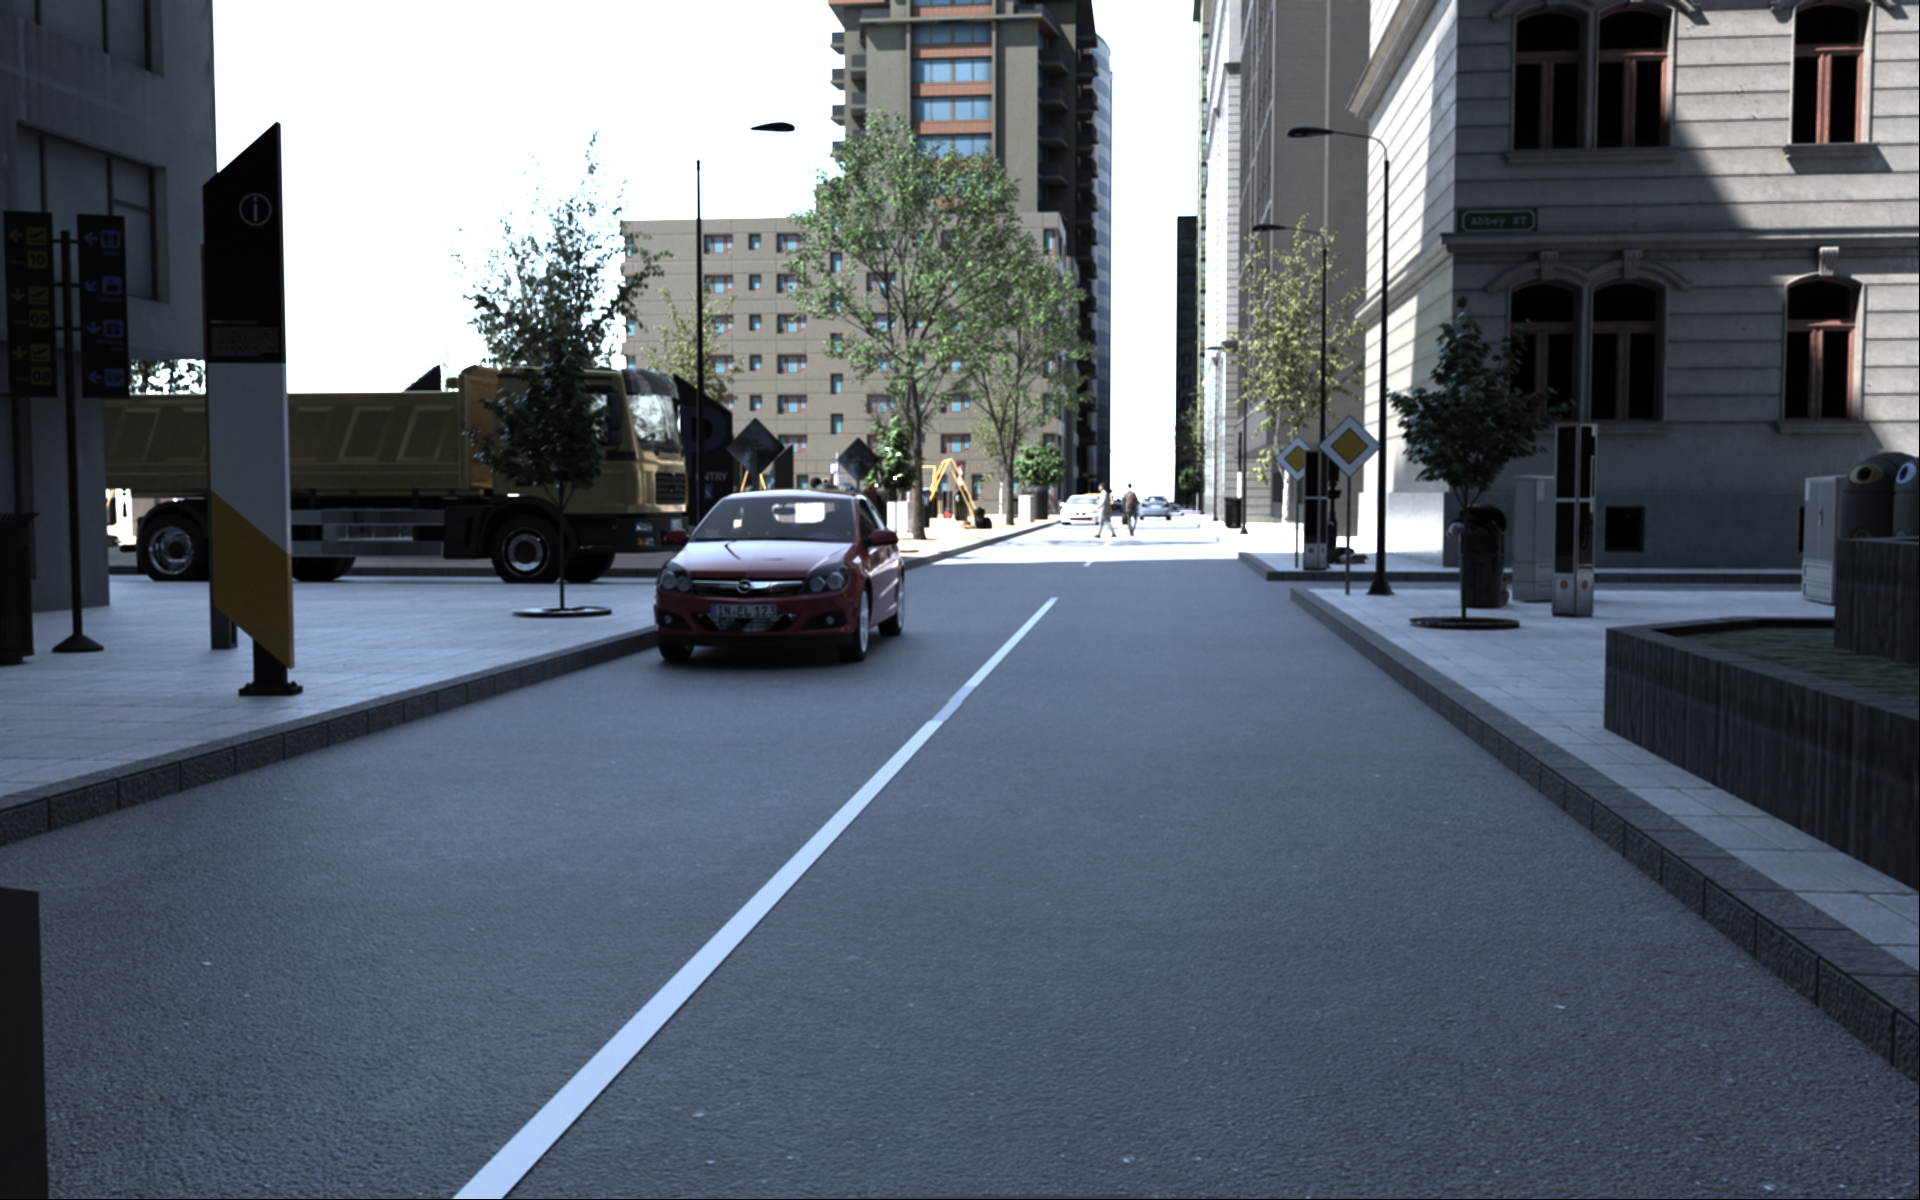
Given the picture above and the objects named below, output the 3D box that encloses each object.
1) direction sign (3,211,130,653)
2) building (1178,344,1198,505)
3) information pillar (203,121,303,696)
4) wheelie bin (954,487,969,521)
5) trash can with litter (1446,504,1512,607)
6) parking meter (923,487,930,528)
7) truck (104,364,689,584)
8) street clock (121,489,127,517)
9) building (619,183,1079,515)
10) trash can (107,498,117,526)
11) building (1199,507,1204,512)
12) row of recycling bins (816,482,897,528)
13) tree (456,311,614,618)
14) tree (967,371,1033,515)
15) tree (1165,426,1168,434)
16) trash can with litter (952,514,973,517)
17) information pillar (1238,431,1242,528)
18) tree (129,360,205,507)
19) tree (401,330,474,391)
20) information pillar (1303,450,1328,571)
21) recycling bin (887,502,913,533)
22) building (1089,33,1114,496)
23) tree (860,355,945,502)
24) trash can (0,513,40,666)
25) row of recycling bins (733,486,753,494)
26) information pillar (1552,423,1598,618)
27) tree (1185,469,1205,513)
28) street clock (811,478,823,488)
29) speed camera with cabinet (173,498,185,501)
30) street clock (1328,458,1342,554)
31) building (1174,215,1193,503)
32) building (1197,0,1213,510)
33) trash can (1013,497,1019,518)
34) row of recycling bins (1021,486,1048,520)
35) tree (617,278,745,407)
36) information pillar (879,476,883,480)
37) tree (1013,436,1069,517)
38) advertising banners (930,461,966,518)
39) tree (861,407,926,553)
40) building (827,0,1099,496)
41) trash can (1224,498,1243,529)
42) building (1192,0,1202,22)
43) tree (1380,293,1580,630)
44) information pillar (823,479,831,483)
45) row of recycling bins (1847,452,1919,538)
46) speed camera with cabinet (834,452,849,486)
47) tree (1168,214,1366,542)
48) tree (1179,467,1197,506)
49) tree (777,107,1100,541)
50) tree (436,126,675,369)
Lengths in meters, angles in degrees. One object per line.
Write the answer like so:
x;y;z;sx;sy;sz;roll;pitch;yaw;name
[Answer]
-7.218;-1.350;14.069;0.876;3.537;0.379;-1;4;-18;direction sign
40.935;-22.465;212.340;27.650;21.520;28.899;0;4;6;building
-4.500;-1.201;10.991;0.504;3.616;0.183;0;4;-2;information pillar
0.098;-4.543;82.192;0.693;1.594;0.980;1;4;11;wheelie bin
5.971;-0.517;19.841;0.624;1.170;1.055;2;4;26;trash can with litter
-1.328;-3.504;65.709;0.372;1.533;0.369;0;3;0;parking meter
-8.426;-1.922;27.352;9.791;3.379;3.469;0;4;8;truck
-46.185;-5.575;95.720;0.471;2.002;0.358;-3;5;-41;street clock
-6.080;-16.952;122.208;27.650;21.520;28.899;0;4;6;building
-34.661;-3.595;70.435;0.748;1.137;0.748;0;3;0;trash can
28.190;-42.078;126.222;20.563;71.187;20.611;0;4;6;building
-3.785;-3.392;62.565;3.534;1.692;1.069;-3;5;-42;row of recycling bins
-4.238;-1.463;18.526;1.663;3.219;1.824;0;3;0;tree
2.451;-9.398;104.019;4.737;8.622;4.395;0;3;0;tree
15.711;-9.887;112.017;4.737;8.622;4.395;0;3;0;tree
0.010;-5.293;97.598;1.678;1.210;2.233;2;4;32;trash can with litter
10.492;-4.505;65.008;0.183;3.616;0.504;0;4;4;information pillar
-24.502;-6.010;48.634;4.360;8.622;3.978;0;3;0;tree
-23.597;-7.815;78.139;4.737;8.622;4.395;0;3;0;tree
5.966;-1.502;29.053;0.304;2.012;0.304;3;4;39;information pillar
-1.947;-2.711;56.874;0.722;1.027;0.722;1;4;14;recycling bin
8.227;-41.324;217.639;21.231;58.520;28.212;0;4;6;building
-2.898;-8.491;89.194;4.360;8.622;3.978;0;3;0;tree
-7.336;-0.085;13.046;0.748;1.137;0.748;0;3;0;trash can
-11.785;-4.844;86.311;3.534;1.692;1.069;0;4;0;row of recycling bins
6.418;-0.832;18.092;0.304;2.012;0.304;-2;4;-33;information pillar
16.034;-7.487;117.021;1.663;3.219;1.824;0;3;0;tree
-6.435;-4.454;77.390;0.358;2.002;0.471;3;4;38;street clock
-29.863;-4.463;67.302;2.038;3.252;0.660;1;4;21;speed camera with cabinet
7.373;-1.817;34.284;0.358;2.002;0.471;1;4;10;street clock
38.739;-34.943;254.916;14.154;41.232;14.086;0;4;6;building
26.991;-28.202;144.695;14.154;41.232;14.086;0;4;6;building
2.856;-4.917;92.049;0.748;1.137;0.748;0;3;0;trash can
3.709;-4.891;87.088;1.069;1.692;3.534;0;4;-7;row of recycling bins
-9.358;-6.674;59.488;4.737;8.622;4.395;0;3;0;tree
-2.869;-3.753;65.850;0.304;2.012;0.304;-3;4;-36;information pillar
4.499;-6.941;97.201;4.285;4.588;4.351;0;3;0;tree
-0.695;-5.852;91.875;2.074;3.025;0.090;1;4;12;advertising banners
-1.332;-2.665;38.178;1.663;3.219;1.824;0;3;0;tree
0.661;-30.332;150.547;22.147;44.769;28.867;0;4;6;building
10.051;-3.182;63.672;0.748;1.137;0.748;0;3;0;trash can
36.558;-35.163;164.152;28.713;52.752;27.495;0;4;6;building
4.843;-1.363;16.893;1.663;3.219;1.824;0;3;0;tree
-6.421;-4.841;83.637;0.304;2.012;0.304;1;4;17;information pillar
9.118;-0.533;15.832;1.069;1.692;3.534;0;4;6;row of recycling bins
-5.373;-5.319;81.298;0.660;3.252;2.038;-1;4;-19;speed camera with cabinet
8.941;-5.889;46.647;4.737;8.622;4.395;0;3;0;tree
25.903;-12.841;193.670;4.285;4.588;4.351;0;3;0;tree
-1.318;-7.470;47.896;9.928;11.665;9.643;0;3;0;tree
-7.808;-5.116;34.009;4.360;8.622;3.978;0;3;0;tree
